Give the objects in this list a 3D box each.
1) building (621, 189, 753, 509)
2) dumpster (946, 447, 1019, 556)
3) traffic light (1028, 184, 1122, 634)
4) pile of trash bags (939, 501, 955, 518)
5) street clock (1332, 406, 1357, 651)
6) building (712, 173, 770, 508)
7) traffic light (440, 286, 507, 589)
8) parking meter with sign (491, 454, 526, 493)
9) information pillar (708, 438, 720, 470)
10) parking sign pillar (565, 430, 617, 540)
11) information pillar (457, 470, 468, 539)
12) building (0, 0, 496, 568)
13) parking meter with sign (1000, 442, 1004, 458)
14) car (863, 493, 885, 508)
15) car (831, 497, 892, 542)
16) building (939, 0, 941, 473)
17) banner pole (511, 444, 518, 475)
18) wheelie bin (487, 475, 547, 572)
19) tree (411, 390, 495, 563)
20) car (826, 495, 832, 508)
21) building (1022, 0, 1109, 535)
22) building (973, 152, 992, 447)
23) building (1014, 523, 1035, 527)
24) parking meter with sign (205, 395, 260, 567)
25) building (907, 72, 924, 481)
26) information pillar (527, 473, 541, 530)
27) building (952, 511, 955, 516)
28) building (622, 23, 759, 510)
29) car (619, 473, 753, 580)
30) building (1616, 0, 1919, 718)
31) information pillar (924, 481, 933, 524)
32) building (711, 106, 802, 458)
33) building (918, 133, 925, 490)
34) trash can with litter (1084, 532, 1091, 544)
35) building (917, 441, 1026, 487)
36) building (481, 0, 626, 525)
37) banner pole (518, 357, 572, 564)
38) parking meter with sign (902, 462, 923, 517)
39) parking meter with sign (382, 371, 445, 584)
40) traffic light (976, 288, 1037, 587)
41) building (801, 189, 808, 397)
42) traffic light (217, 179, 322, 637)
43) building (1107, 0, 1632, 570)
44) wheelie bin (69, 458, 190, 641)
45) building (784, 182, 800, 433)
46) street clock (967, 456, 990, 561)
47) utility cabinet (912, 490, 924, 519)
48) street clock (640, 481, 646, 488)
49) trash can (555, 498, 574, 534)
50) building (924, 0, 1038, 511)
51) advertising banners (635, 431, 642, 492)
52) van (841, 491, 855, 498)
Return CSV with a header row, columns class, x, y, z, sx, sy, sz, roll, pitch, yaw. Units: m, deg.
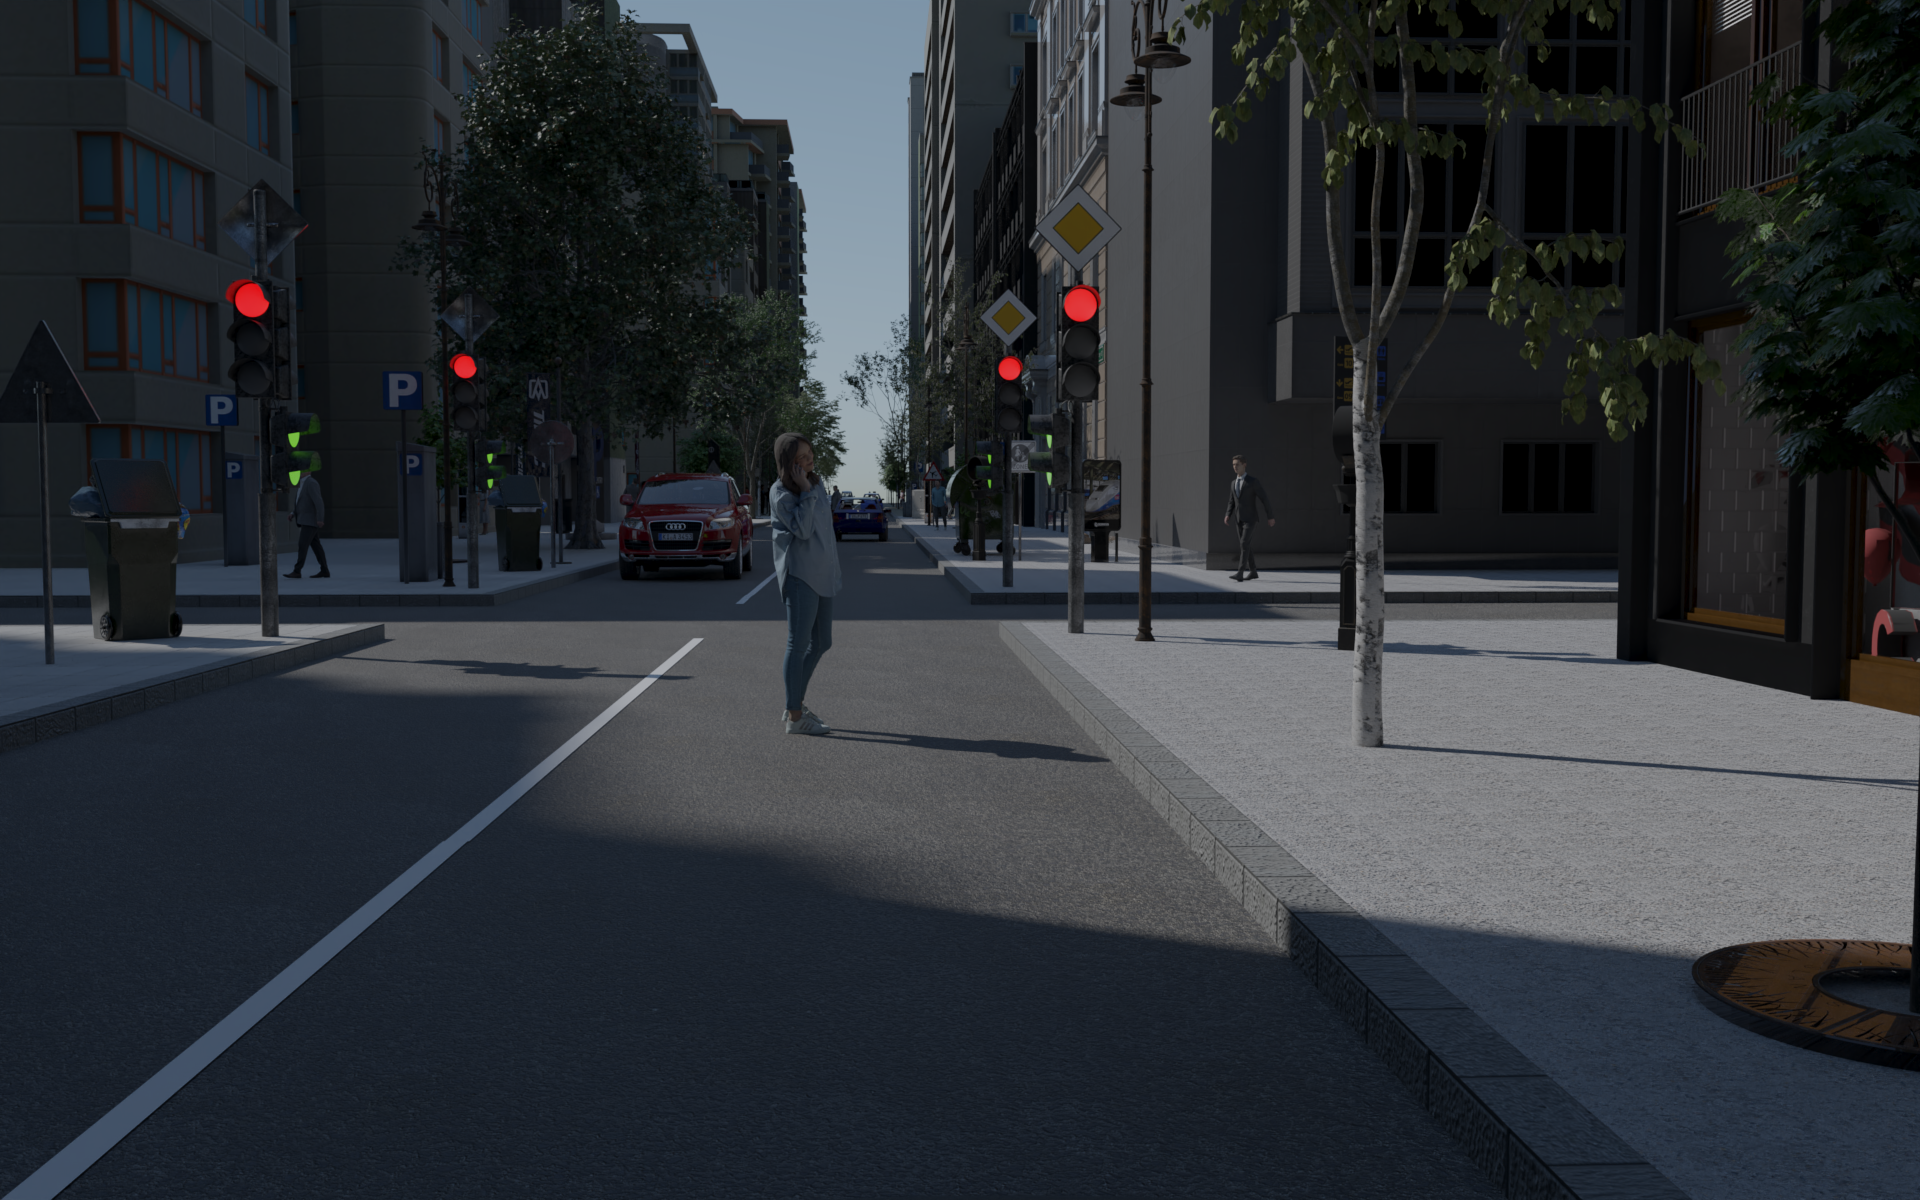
class,x,y,z,sx,sy,sz,roll,pitch,yaw
building,-28.222,-16.342,112.232,27.650,21.520,28.899,0,4,-3
dumpster,0.495,-2.093,36.718,1.502,2.255,1.985,0,4,-3
traffic light,1.052,-1.649,15.878,0.839,4.253,0.868,0,4,-3
pile of trash bags,-0.350,-5.213,94.990,1.912,1.369,3.447,0,4,6
street clock,3.229,-0.589,14.193,0.358,2.002,0.471,2,4,33
building,-24.791,-23.650,158.378,14.160,30.474,14.107,0,4,-3
traffic light,-6.608,-2.113,23.466,0.839,4.253,0.868,0,4,-3
parking meter with sign,-17.156,-4.188,64.731,1.738,3.016,0.543,0,4,4
information pillar,-9.877,-4.780,69.508,0.504,3.616,0.183,1,4,8
parking sign pillar,-10.423,-3.693,48.854,1.447,3.967,1.447,0,4,4
information pillar,-14.260,-2.768,49.742,0.304,2.012,0.304,-1,4,-11
building,-28.767,-12.112,43.069,27.650,21.520,28.899,0,4,-3
parking meter with sign,1.320,-3.824,58.780,0.543,3.016,1.738,0,4,5
car,-6.632,-7.372,130.119,1.945,1.707,3.694,0,4,-3
car,-3.091,-2.501,53.477,1.945,1.354,3.894,0,4,-2
building,12.264,-33.483,136.679,28.713,52.752,27.495,0,4,-3
banner pole,-13.815,-3.916,54.043,0.401,3.779,0.863,2,4,26
wheelie bin,-7.396,-1.281,28.849,0.980,1.594,0.693,-2,4,-34
tree,-9.708,-2.297,32.163,1.663,3.219,1.824,0,3,0
car,-10.056,-7.559,135.956,2.083,1.381,4.827,0,4,-5
building,9.604,-16.569,56.812,13.634,28.700,20.117,0,4,-3
building,7.315,-16.009,91.419,12.332,23.373,15.834,0,4,-3
building,8.207,-14.996,74.869,12.332,23.373,15.834,0,4,-3
parking meter with sign,-12.929,-2.138,31.221,0.543,3.016,1.738,0,4,-1
building,3.244,-42.931,243.912,21.231,58.520,28.212,0,4,-3
information pillar,-14.800,-3.406,60.179,0.304,2.012,0.304,2,4,32
building,9.791,-29.841,111.603,21.300,48.544,21.600,0,4,-3
building,-32.672,-27.312,138.440,32.217,40.220,23.993,0,4,-3
car,-4.782,-1.346,30.676,2.281,1.827,5.304,0,4,-4
building,11.657,-10.736,5.208,12.332,23.373,15.834,0,4,-3
information pillar,-1.351,-4.320,75.128,0.304,2.012,0.304,1,4,21
building,-30.186,-33.238,198.058,22.147,44.769,28.867,0,4,-3
building,2.223,-31.540,199.271,14.154,41.232,14.086,0,4,-3
trash can with litter,3.429,-2.037,44.692,1.055,1.170,0.624,-3,5,-40
building,10.656,-32.225,218.762,32.217,40.220,23.993,0,4,-3
building,-22.223,-18.405,72.617,14.160,30.474,14.107,0,4,-3
banner pole,-7.527,-2.545,31.629,0.863,3.779,0.401,-3,4,-38
parking meter with sign,-2.665,-6.082,95.699,0.543,3.016,1.738,-2,4,-28
parking meter with sign,-7.959,-1.787,25.473,0.543,3.016,1.738,0,4,-4
traffic light,0.643,-2.137,23.853,0.839,4.253,0.868,0,4,-3
building,-32.553,-35.876,241.203,22.147,44.769,28.867,0,4,-3
traffic light,-6.199,-1.625,15.492,0.839,4.253,0.868,0,4,-3
building,15.725,-14.717,34.132,24.014,27.812,14.314,0,4,-3
wheelie bin,-7.392,-0.457,15.383,0.693,1.594,0.980,3,5,44
building,-27.687,-32.814,220.095,14.154,41.232,14.086,0,4,-3
street clock,0.369,-1.755,33.259,0.358,2.002,0.471,-3,5,-41
utility cabinet,-1.985,-4.917,89.074,0.318,1.500,1.173,-3,5,-41
street clock,-17.334,-5.544,95.209,0.471,2.002,0.358,-2,4,-35
trash can,-12.862,-2.716,56.054,0.748,1.137,0.748,0,3,0
building,7.665,-32.879,161.266,21.300,48.544,21.600,0,4,-3
advertising banners,-8.625,-3.115,47.126,0.090,3.025,2.074,-1,4,-21
van,-14.138,-12.815,216.532,2.013,2.044,4.112,0,4,-5
